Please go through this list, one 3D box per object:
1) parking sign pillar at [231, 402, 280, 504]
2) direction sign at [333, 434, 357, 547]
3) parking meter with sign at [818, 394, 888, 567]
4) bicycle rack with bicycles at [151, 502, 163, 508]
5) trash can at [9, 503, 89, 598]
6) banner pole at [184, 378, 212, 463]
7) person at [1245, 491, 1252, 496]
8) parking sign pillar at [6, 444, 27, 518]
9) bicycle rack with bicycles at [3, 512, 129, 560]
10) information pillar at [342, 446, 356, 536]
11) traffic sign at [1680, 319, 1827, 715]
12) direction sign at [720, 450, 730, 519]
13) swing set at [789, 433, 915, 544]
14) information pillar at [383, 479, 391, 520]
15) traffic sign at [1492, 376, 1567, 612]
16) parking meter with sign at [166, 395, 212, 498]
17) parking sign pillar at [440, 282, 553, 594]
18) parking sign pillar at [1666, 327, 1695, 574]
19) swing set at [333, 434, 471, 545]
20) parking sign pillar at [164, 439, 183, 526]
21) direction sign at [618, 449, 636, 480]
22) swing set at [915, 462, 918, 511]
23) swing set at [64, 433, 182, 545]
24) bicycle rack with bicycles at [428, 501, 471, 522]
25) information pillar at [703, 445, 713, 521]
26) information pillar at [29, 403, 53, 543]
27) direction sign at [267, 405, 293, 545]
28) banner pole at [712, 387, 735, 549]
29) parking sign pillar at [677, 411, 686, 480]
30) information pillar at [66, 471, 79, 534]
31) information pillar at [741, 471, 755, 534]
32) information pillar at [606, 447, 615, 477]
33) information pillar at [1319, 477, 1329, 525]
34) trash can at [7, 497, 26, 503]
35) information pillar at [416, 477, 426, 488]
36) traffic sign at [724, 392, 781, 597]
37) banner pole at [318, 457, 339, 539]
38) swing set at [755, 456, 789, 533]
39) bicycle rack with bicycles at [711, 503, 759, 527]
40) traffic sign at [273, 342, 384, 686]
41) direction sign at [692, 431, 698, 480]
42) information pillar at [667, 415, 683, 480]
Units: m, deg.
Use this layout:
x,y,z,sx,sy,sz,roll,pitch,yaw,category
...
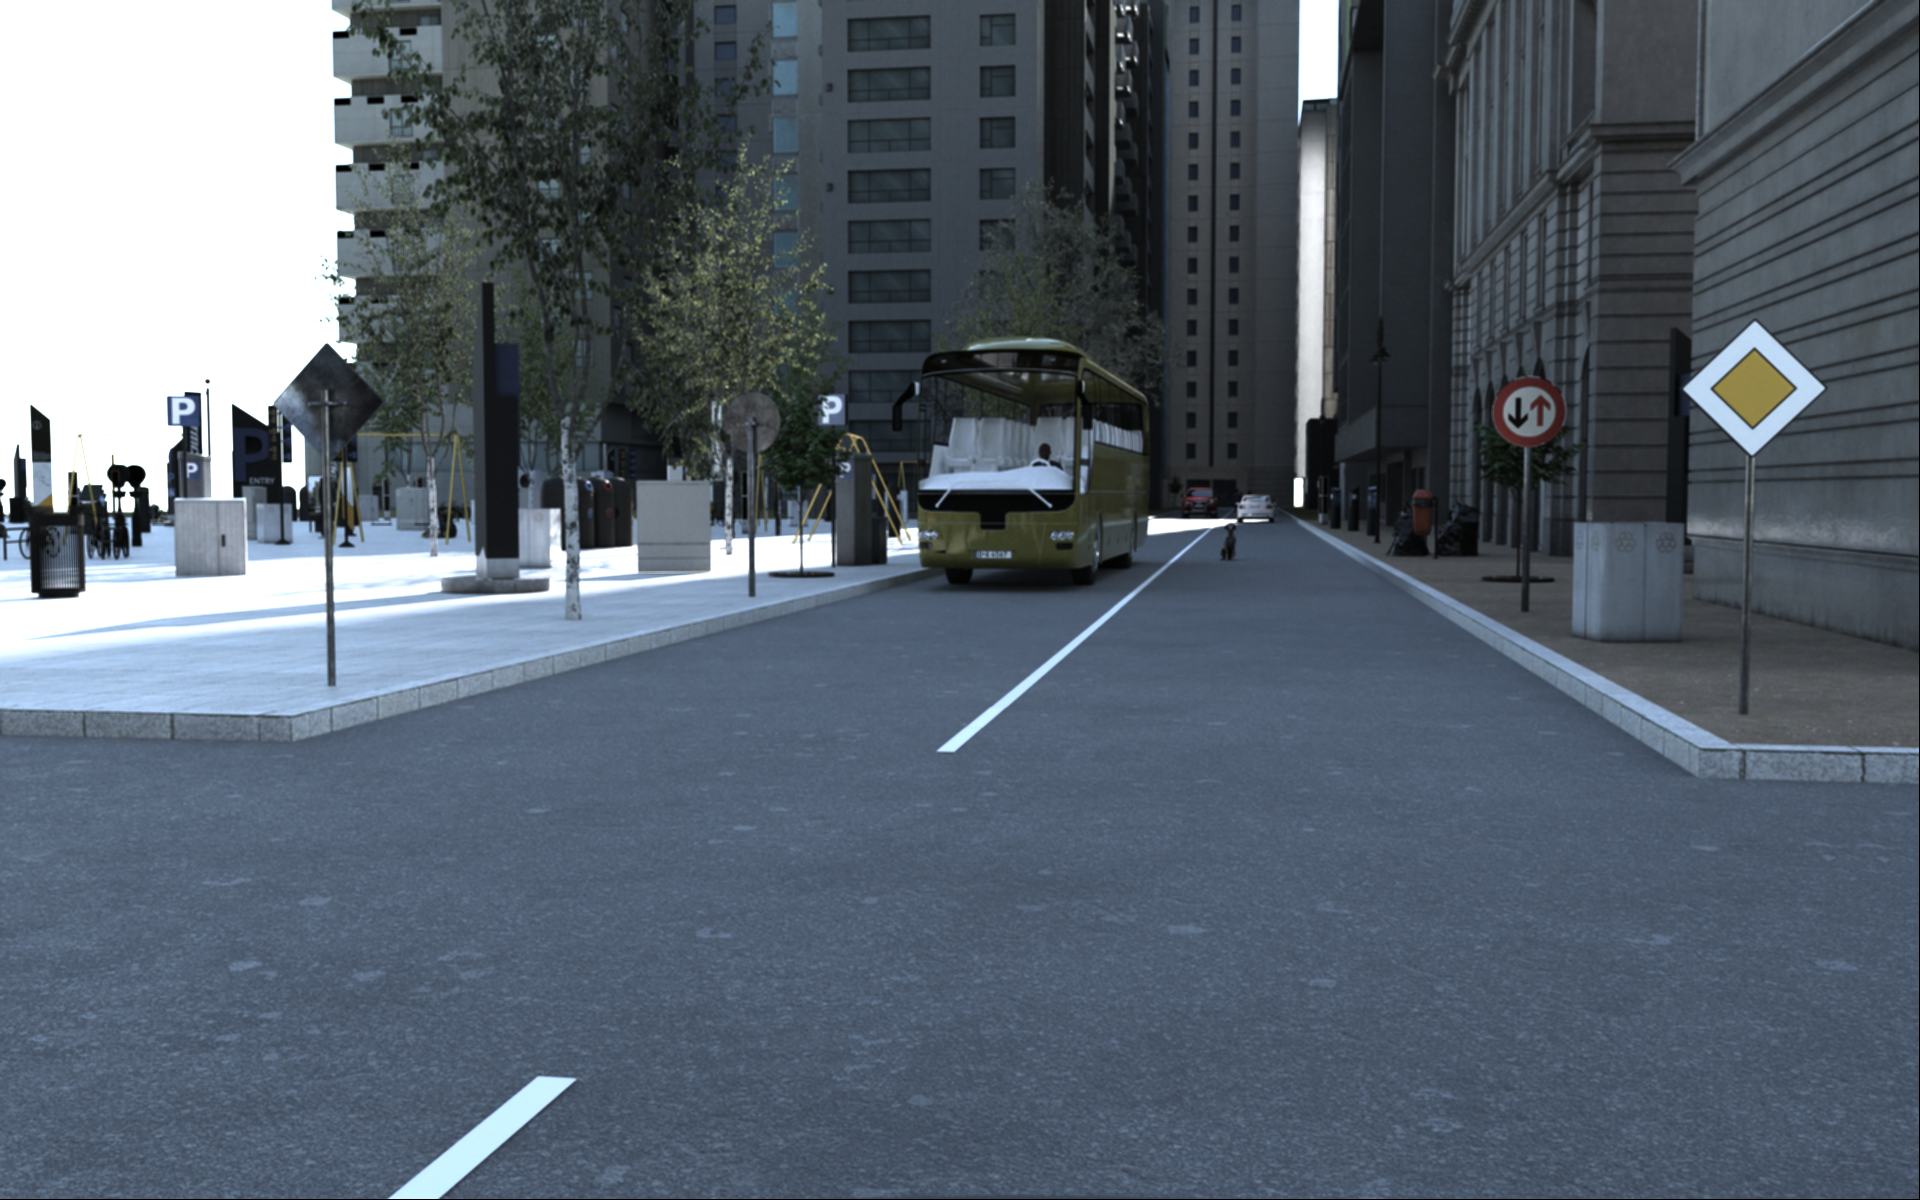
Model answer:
x,y,z,sx,sy,sz,roll,pitch,yaw,category
-20.701,-3.821,50.947,1.447,3.967,1.447,-1,4,-18,parking sign pillar
-14.870,-3.051,41.880,0.379,3.537,0.876,1,4,20,direction sign
-1.872,-2.126,31.026,0.543,3.016,1.738,2,4,25,parking meter with sign
-37.249,-4.189,81.864,2.852,0.926,2.925,0,4,7,bicycle rack with bicycles
-11.224,-0.605,21.538,0.748,1.137,0.748,0,3,0,trash can
-16.375,-2.896,37.367,0.401,3.779,0.863,2,4,25,banner pole
22.378,-7.611,134.408,0.593,1.643,0.415,1,4,9,person
-50.474,-6.393,92.996,1.447,3.967,1.447,-3,4,-38,parking sign pillar
-17.743,-1.311,34.815,2.852,0.926,2.925,-1,4,-10,bicycle rack with bicycles
-18.812,-3.783,53.202,0.504,3.616,0.183,3,4,36,information pillar
4.566,-0.391,10.035,0.795,2.450,0.064,1,4,10,traffic sign
-12.196,-5.945,89.196,0.876,3.537,0.379,-3,5,-42,direction sign
-2.805,-2.950,45.856,2.862,2.851,3.119,0,4,3,swing set
-28.205,-4.941,85.274,0.304,2.012,0.304,-1,4,-12,information pillar
6.167,-1.145,18.825,0.768,2.556,0.104,1,4,16,traffic sign
-13.887,-2.158,31.541,0.543,3.016,1.738,-1,4,-10,parking meter with sign
-6.125,-2.100,22.814,1.447,3.967,1.447,-1,4,-22,parking sign pillar
12.204,-2.429,28.194,1.447,3.967,1.447,-1,4,-15,parking sign pillar
-14.662,-2.908,45.170,3.119,2.851,2.862,0,4,-4,swing set
-31.096,-4.940,69.243,1.447,3.967,1.447,1,4,15,parking sign pillar
-16.754,-5.826,87.245,0.876,3.537,0.379,-2,4,-26,direction sign
-1.323,-5.252,83.485,3.119,2.851,2.862,-1,4,-14,swing set
-21.191,-2.896,44.973,3.119,2.851,2.862,-1,4,-9,swing set
-26.461,-4.603,88.641,2.925,0.926,2.852,-3,4,-38,bicycle rack with bicycles
-12.028,-5.595,82.829,0.504,3.616,0.183,1,4,19,information pillar
-23.801,-3.274,44.878,0.504,3.616,0.183,-3,5,-43,information pillar
-17.250,-3.180,43.998,0.876,3.537,0.379,2,4,30,direction sign
-5.594,-3.089,40.520,0.401,3.779,0.863,-3,4,-39,banner pole
-9.016,-4.088,55.306,1.447,3.967,1.447,-1,4,-15,parking sign pillar
-28.680,-3.151,56.005,0.304,2.012,0.304,-2,4,-34,information pillar
-6.865,-3.159,56.135,0.304,2.012,0.304,3,5,40,information pillar
-17.437,-5.818,86.484,0.183,3.616,0.504,3,4,36,information pillar
15.222,-4.159,72.484,0.304,2.012,0.304,-1,4,-18,information pillar
-41.440,-3.942,76.113,0.748,1.137,0.748,0,3,0,trash can
-22.722,-4.193,73.053,0.304,2.012,0.304,0,3,0,information pillar
-2.601,-1.314,21.583,0.768,2.556,0.104,1,4,18,traffic sign
-18.193,-3.666,49.954,0.863,3.779,0.401,2,4,28,banner pole
-5.126,-3.678,57.763,3.119,2.851,2.862,0,4,1,swing set
-9.530,-3.435,69.546,2.925,0.926,2.852,-3,5,-43,bicycle rack with bicycles
-4.202,-0.482,11.528,0.795,2.450,0.064,1,4,10,traffic sign
-9.147,-4.147,59.795,0.379,3.537,0.876,0,4,1,direction sign
-8.269,-3.608,50.343,0.504,3.616,0.183,-3,5,-42,information pillar
